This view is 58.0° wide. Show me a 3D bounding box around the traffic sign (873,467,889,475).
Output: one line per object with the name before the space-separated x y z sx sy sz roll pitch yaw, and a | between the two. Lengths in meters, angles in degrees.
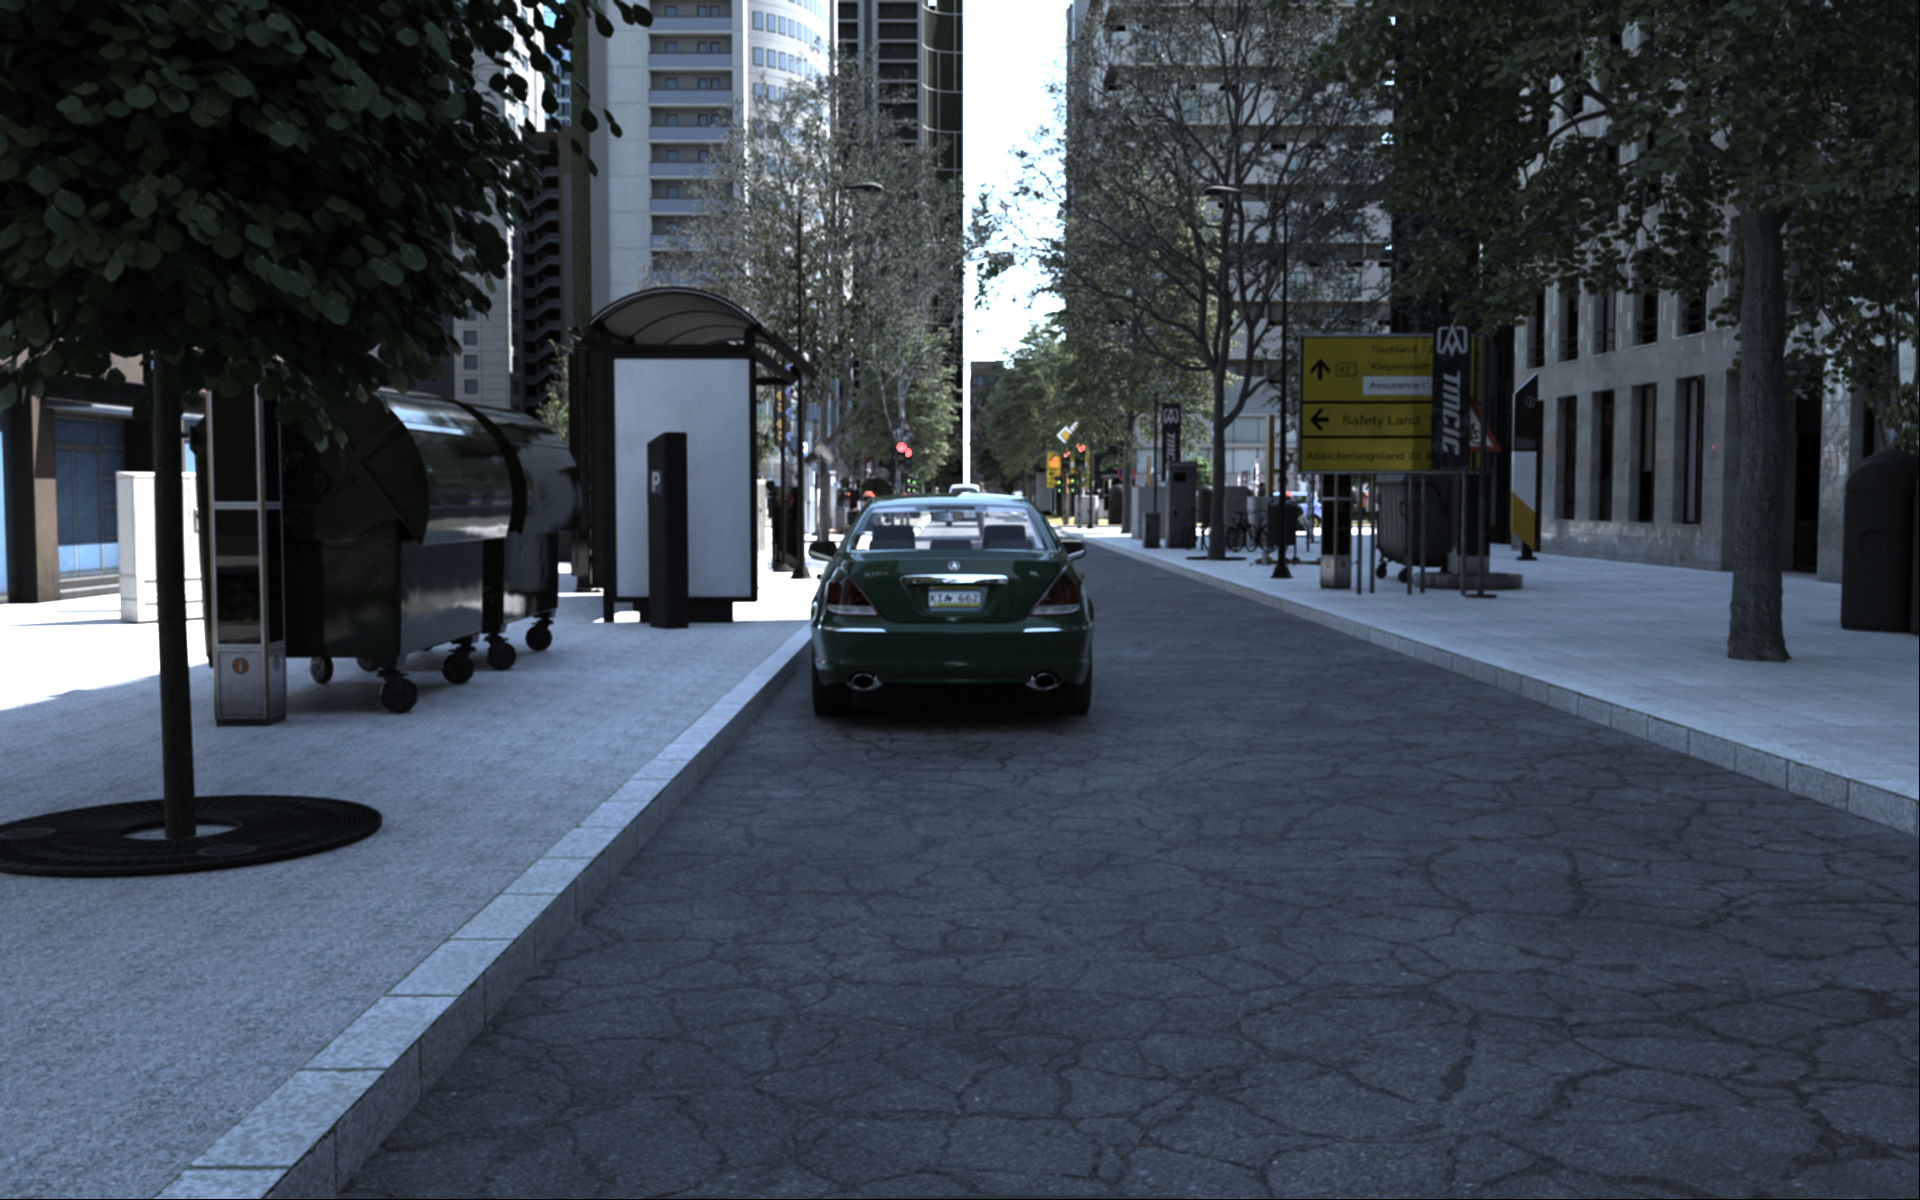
traffic sign | -3.702 -4.969 81.354 0.768 2.556 0.104 0 4 6

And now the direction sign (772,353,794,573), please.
direction sign | -2.900 -2.226 28.393 0.379 3.537 0.876 1 4 10

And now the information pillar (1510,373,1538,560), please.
information pillar | 10.936 -2.580 33.539 0.504 3.616 0.183 -1 4 -8

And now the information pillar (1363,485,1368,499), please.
information pillar | 30.399 -8.484 130.069 0.504 3.616 0.183 0 4 -5

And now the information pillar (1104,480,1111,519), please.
information pillar | 7.522 -5.132 88.395 0.304 2.012 0.304 2 4 25

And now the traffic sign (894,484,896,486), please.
traffic sign | -4.672 -8.044 131.631 0.768 2.556 0.104 0 4 3

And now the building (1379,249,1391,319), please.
building | 49.331 -26.699 208.225 14.107 30.474 14.160 0 4 0

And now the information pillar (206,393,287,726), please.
information pillar | -3.972 -0.316 9.651 0.304 2.012 0.304 0 4 -2

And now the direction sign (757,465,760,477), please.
direction sign | -13.522 -7.552 115.470 0.379 3.537 0.876 1 4 20

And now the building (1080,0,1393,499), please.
building | 27.127 -35.634 171.848 28.713 52.752 27.495 0 4 0

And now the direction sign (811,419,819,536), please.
direction sign | -4.373 -3.717 52.767 0.379 3.537 0.876 0 4 2

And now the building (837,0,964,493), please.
building | -9.730 -49.450 246.755 20.611 71.187 20.563 0 4 0

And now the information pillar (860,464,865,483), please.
information pillar | -6.826 -8.028 122.615 0.504 3.616 0.183 2 4 29

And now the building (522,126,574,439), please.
building | -43.289 -34.028 206.463 14.200 45.320 14.600 0 4 0

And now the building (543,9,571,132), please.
building | -64.136 -57.137 246.859 31.000 86.520 22.319 0 4 0

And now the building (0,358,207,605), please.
building | -17.495 -22.705 21.345 14.600 45.320 14.200 0 4 0

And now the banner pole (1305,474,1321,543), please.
banner pole | 9.468 -3.381 45.293 0.863 3.779 0.401 0 4 -4

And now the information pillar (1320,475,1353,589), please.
information pillar | 5.110 -1.163 23.507 0.304 2.012 0.304 -2 4 -31

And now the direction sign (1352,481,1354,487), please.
direction sign | 30.256 -8.643 133.304 0.379 3.537 0.876 -1 4 -19

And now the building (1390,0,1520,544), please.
building | 19.901 -13.298 47.100 12.332 23.373 15.834 0 4 0

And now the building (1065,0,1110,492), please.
building | 22.623 -40.211 199.455 21.231 58.520 28.212 0 4 0

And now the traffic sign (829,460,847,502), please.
traffic sign | -4.526 -3.862 63.251 0.768 2.556 0.104 0 4 5

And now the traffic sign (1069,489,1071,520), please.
traffic sign | 5.529 -5.323 87.039 0.884 2.594 0.081 0 4 6

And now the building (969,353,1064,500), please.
building | 15.902 -24.864 251.569 28.899 21.520 27.650 0 4 0

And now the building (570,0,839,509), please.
building | -22.629 -37.767 159.492 21.231 58.520 28.212 0 4 0

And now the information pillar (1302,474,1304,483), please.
information pillar | 26.864 -8.825 135.636 0.183 3.616 0.504 0 4 -4

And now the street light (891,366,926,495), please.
street light | -1.917 -5.536 63.053 1.470 5.913 1.316 0 4 0

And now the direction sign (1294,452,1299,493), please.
direction sign | 18.066 -6.184 93.113 0.379 3.537 0.876 2 4 25

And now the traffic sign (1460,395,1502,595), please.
traffic sign | 6.380 -1.339 21.893 0.884 2.594 0.081 0 4 2

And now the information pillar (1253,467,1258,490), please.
information pillar | 23.270 -8.855 136.133 0.504 3.616 0.183 -2 4 -35

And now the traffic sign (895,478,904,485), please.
traffic sign | -4.330 -7.554 123.609 0.768 2.556 0.104 0 4 6

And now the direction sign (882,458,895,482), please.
direction sign | -4.552 -7.226 110.148 0.876 3.537 0.379 1 4 17

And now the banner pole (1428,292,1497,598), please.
banner pole | 6.246 -1.923 21.466 0.863 3.779 0.401 1 4 9

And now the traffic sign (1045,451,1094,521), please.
traffic sign | 5.139 -5.339 81.166 2.265 3.308 0.079 0 4 2

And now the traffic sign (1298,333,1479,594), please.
traffic sign | 5.425 -1.722 22.033 2.265 3.308 0.079 0 4 0

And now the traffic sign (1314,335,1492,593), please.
traffic sign | 5.668 -1.741 22.343 2.265 3.308 0.079 0 4 3

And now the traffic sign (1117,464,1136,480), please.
traffic sign | 6.858 -4.359 71.375 0.768 2.556 0.104 0 4 3

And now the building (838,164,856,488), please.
building | -24.153 -30.908 197.223 23.993 40.220 32.217 0 4 0

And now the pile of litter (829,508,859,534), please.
pile of litter | -3.640 -2.541 55.514 1.176 0.858 1.719 0 4 -7

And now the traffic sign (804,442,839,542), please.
traffic sign | -3.092 -2.283 38.516 0.795 2.450 0.064 0 4 5

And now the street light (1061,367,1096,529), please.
street light | 4.261 -5.553 63.339 1.470 5.913 1.316 0 4 0

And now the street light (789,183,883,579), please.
street light | -1.857 -3.270 26.007 1.470 5.913 1.316 0 4 0

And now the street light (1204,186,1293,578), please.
street light | 4.379 -3.289 26.324 1.470 5.913 1.316 0 4 0

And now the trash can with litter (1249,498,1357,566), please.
trash can with litter | 6.292 -1.260 31.657 2.233 1.210 1.678 0 4 -1

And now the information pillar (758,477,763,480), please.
information pillar | -8.412 -4.164 72.576 0.304 2.012 0.304 0 4 5

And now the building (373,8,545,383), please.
building | -60.683 -46.772 202.971 20.611 71.187 20.563 0 4 0

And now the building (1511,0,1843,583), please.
building | 17.786 -10.749 30.491 10.420 20.320 16.860 0 4 0

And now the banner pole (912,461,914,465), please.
banner pole | -3.488 -8.466 128.432 0.401 3.779 0.863 1 4 17
